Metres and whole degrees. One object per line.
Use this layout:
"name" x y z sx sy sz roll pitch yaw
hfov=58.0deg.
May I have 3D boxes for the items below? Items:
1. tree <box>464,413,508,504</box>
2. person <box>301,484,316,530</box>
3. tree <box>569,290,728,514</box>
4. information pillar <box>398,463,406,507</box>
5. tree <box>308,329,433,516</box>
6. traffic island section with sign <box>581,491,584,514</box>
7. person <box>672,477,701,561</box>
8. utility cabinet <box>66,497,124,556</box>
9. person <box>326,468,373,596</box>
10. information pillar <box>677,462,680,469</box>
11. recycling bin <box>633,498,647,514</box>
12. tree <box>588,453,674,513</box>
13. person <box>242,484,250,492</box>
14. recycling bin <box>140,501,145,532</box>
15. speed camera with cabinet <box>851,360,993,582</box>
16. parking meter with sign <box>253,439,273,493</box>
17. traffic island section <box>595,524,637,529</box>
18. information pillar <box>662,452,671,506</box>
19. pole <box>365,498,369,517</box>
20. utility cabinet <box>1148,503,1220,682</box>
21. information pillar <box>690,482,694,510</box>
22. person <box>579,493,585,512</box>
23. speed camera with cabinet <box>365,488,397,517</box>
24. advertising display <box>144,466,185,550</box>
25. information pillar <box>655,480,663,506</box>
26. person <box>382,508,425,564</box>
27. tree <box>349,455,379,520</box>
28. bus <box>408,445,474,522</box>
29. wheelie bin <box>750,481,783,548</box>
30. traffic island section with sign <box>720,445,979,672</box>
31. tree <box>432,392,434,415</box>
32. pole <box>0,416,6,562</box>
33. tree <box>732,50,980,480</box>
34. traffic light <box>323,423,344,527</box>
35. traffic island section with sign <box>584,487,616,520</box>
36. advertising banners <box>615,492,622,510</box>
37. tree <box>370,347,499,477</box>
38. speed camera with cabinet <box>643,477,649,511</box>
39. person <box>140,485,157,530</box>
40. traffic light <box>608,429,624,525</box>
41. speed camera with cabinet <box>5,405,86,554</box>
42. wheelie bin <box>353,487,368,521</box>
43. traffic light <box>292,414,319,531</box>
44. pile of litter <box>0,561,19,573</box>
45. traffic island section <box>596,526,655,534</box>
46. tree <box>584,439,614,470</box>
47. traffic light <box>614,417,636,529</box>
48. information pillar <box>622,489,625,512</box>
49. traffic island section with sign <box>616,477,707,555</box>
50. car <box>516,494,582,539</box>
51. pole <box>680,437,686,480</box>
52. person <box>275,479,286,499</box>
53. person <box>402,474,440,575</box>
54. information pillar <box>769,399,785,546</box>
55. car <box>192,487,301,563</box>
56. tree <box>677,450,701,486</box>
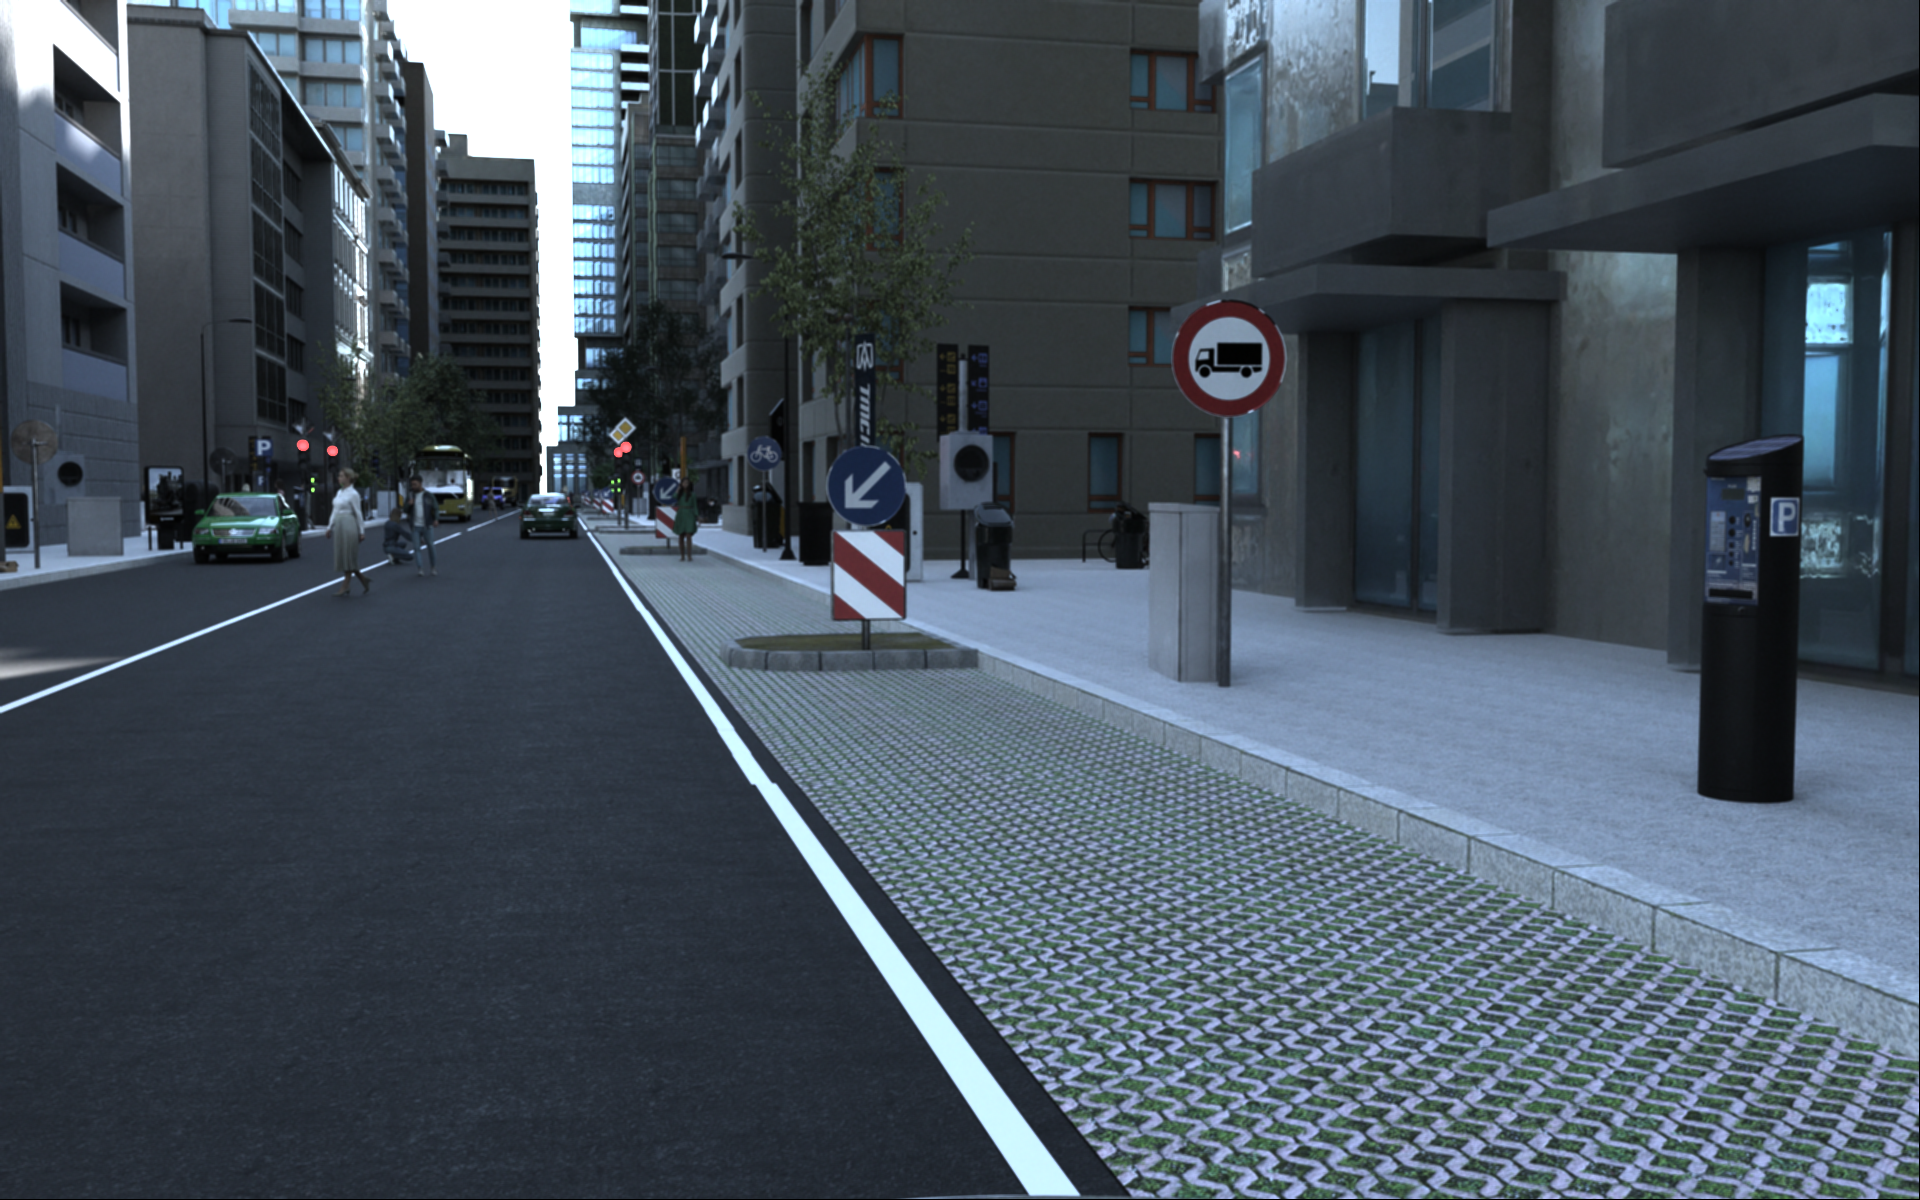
"tree" -60.540 -17.811 216.961 9.928 11.665 9.643 0 3 0
"person" -25.082 -3.526 66.246 0.767 1.812 0.694 0 4 3
"tree" -13.269 -8.891 79.775 7.601 10.594 8.767 0 4 1
"information pillar" -38.985 -7.936 121.109 0.504 3.616 0.183 -2 4 -27
"tree" -27.268 -7.811 78.065 4.737 8.622 4.395 0 3 0
"traffic island section with sign" -25.588 -6.913 121.649 1.989 1.847 2.006 -1 4 -13
"person" -5.833 -1.720 36.873 0.600 1.795 0.529 -1 4 -16
"utility cabinet" -17.938 -1.515 35.930 1.020 1.237 0.306 -1 4 -22
"person" -8.622 -0.965 24.509 0.641 1.798 0.478 -3 5 -44
"information pillar" -20.590 -8.316 127.322 0.504 3.616 0.183 -3 4 -37
"recycling bin" -20.320 -5.951 109.856 0.722 1.027 0.722 2 4 27
"tree" -22.788 -8.260 118.757 4.285 4.588 4.351 0 3 0
"person" -25.672 -3.274 62.213 0.537 1.800 0.526 -1 4 -15
"recycling bin" -28.169 -2.826 58.765 0.722 1.027 0.722 0 4 3
"speed camera with cabinet" -0.569 -1.897 25.350 2.038 3.252 0.660 -1 4 -16
"parking meter with sign" -22.452 -3.637 55.721 0.543 3.016 1.738 -2 4 -27
"traffic island section" -13.940 -2.982 71.029 2.009 0.180 2.903 -1 4 -13
"information pillar" -16.241 -6.391 95.840 0.504 3.616 0.183 1 4 17
"pole" -33.749 -6.400 98.490 0.158 3.312 0.155 0 3 0
"utility cabinet" 1.586 -0.068 12.281 0.306 1.237 1.020 0 4 -6
"information pillar" -16.299 -6.130 104.719 0.304 2.012 0.304 -3 5 -44
"person" -29.875 -7.713 137.202 0.503 1.515 0.523 2 4 32
"speed camera with cabinet" -32.543 -6.257 96.635 2.038 3.252 0.660 -1 4 -10
"advertising display" -18.300 -2.119 39.861 0.123 1.923 0.974 2 4 26
"information pillar" -15.595 -5.212 89.707 0.304 2.012 0.304 -2 4 -25
"person" -11.590 -1.330 35.741 0.738 1.151 1.012 -3 5 -41
"tree" -29.424 -5.494 84.433 1.663 3.219 1.824 0 3 0
"bus" -26.999 -6.071 90.811 2.896 3.916 12.252 -1 4 -14
"wheelie bin" -4.612 -2.032 41.137 0.693 1.594 0.980 -1 4 -20
"traffic island section with sign" -1.032 -0.382 14.876 1.989 1.847 2.006 -1 4 -13
"tree" -33.483 -9.366 103.491 4.737 8.622 4.395 0 3 0
"pole" -16.854 -2.228 30.265 0.158 3.312 0.155 0 3 0
"tree" -1.838 -4.821 29.194 4.737 8.622 4.395 0 3 0
"traffic light" -24.710 -4.863 68.430 0.839 4.253 0.868 -1 4 -13
"traffic island section with sign" -19.455 -5.283 95.005 1.989 1.847 2.006 -1 4 -13
"advertising banners" -26.836 -8.602 136.828 0.090 3.025 2.074 -2 4 -35
"tree" -40.985 -13.359 135.419 9.611 12.733 9.660 0 3 0
"speed camera with cabinet" -24.073 -8.504 133.373 0.660 3.252 2.038 -1 4 -8
"person" -30.162 -3.452 65.154 1.509 1.804 0.699 0 4 -7
"traffic light" -13.982 -5.014 70.906 0.839 4.253 0.868 -1 4 -13
"speed camera with cabinet" -20.303 -2.666 37.919 0.660 3.252 2.038 3 4 37
"wheelie bin" -28.428 -4.515 81.723 0.980 1.594 0.693 -1 4 -15
"traffic light" -22.920 -4.387 60.648 0.839 4.253 0.868 -1 4 -13
"pile of litter" -16.210 -0.895 28.596 1.176 0.858 1.719 -2 4 -32
"traffic island section" -12.150 -2.506 63.246 2.009 0.180 2.903 -1 4 -13
"tree" -43.634 -15.916 210.596 4.360 8.622 3.978 0 3 0
"traffic light" -12.192 -4.538 63.123 0.839 4.253 0.868 -1 4 -13
"information pillar" -23.930 -8.083 123.509 0.183 3.616 0.504 3 4 37
"traffic island section with sign" -7.106 -1.998 41.292 1.989 1.847 2.006 -1 4 -13
"car" -13.579 -2.777 57.208 2.131 1.459 4.920 -1 4 -13
"pole" -9.833 -4.146 61.626 0.158 3.312 0.155 0 3 0
"person" -17.904 -2.262 45.501 0.388 1.821 0.555 -2 4 -33
"person" -9.537 -1.334 30.659 0.623 1.781 0.721 -1 4 -19
"information pillar" -4.494 -3.132 42.571 0.183 3.616 0.504 3 4 36
"car" -15.420 -1.758 37.543 1.959 1.807 4.718 -1 4 -15
"tree" -21.100 -8.941 129.899 4.285 4.588 4.351 0 3 0
